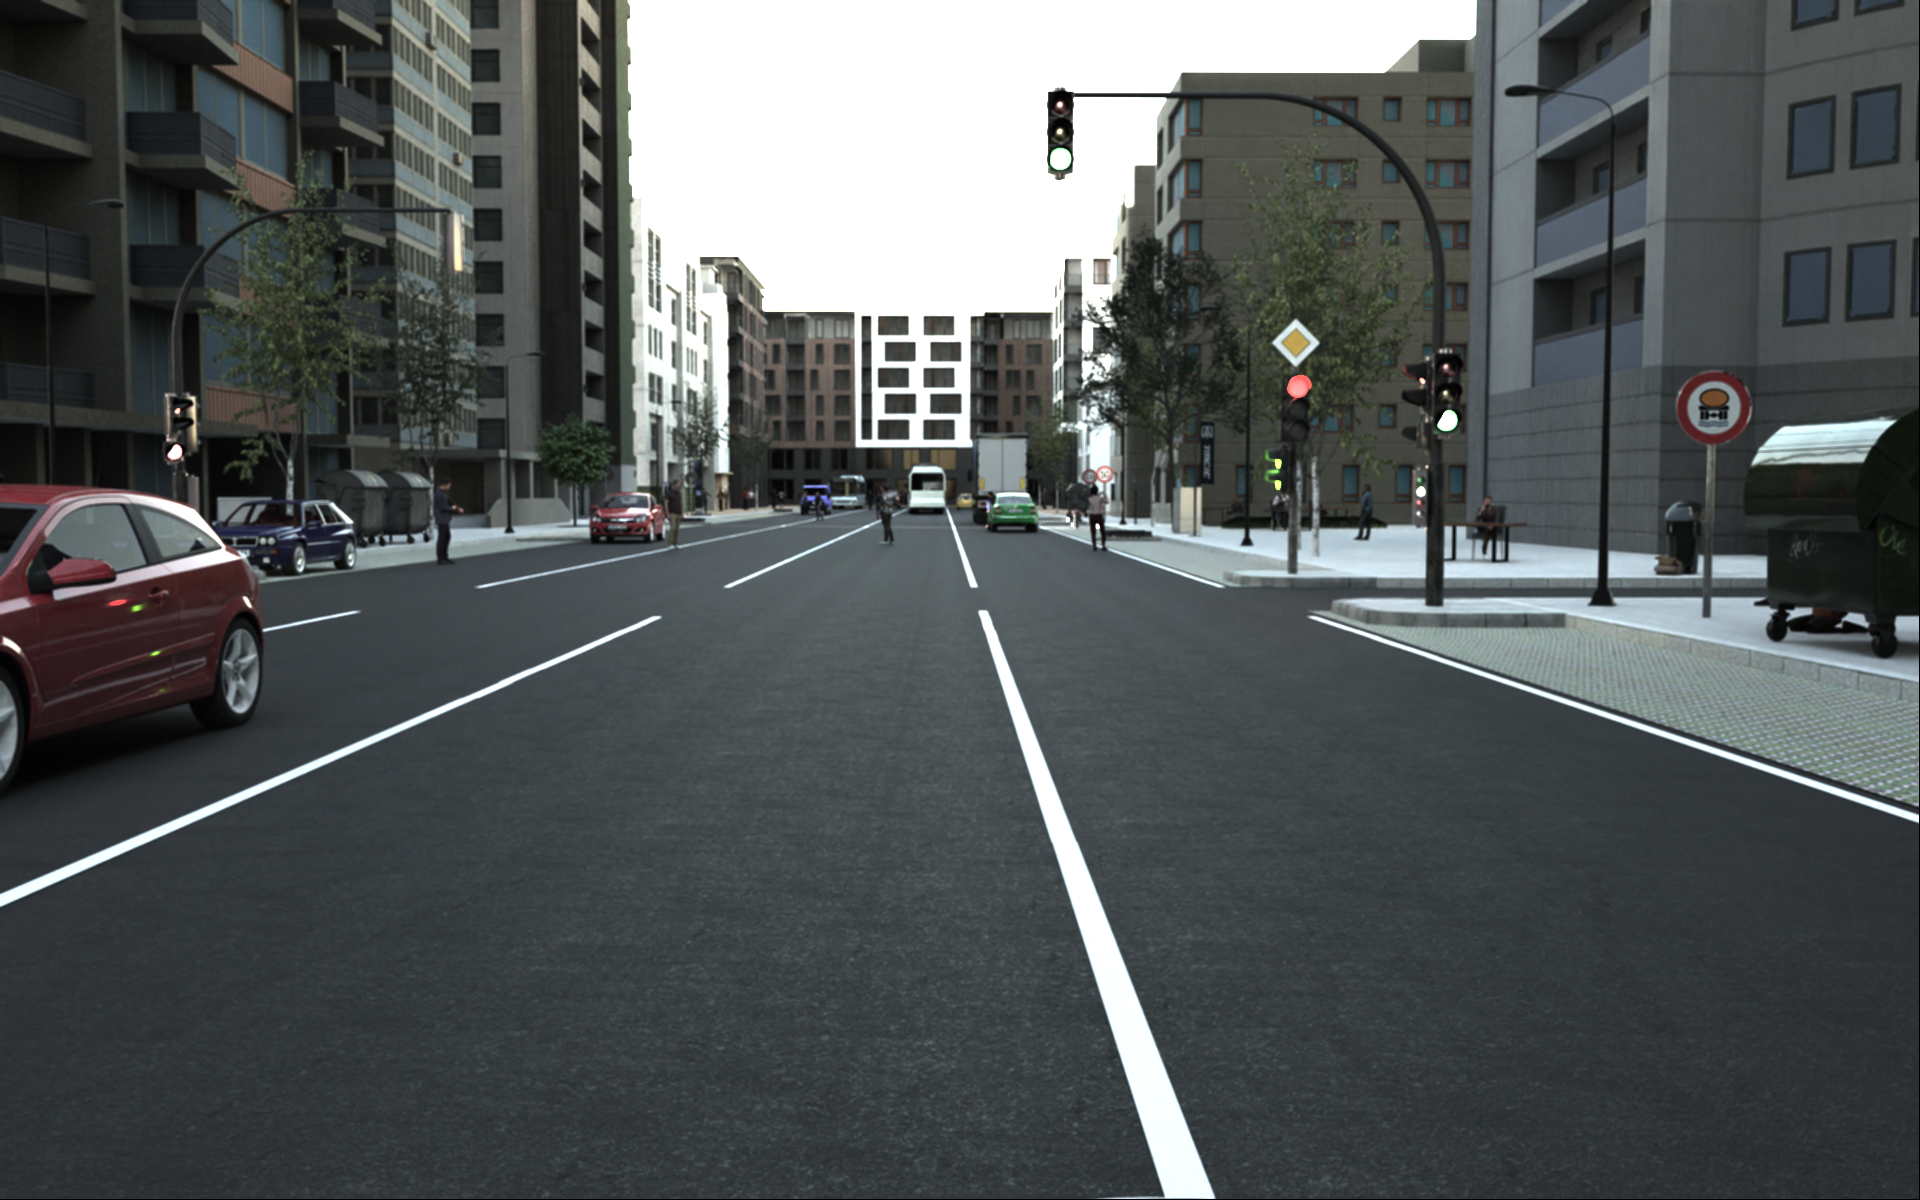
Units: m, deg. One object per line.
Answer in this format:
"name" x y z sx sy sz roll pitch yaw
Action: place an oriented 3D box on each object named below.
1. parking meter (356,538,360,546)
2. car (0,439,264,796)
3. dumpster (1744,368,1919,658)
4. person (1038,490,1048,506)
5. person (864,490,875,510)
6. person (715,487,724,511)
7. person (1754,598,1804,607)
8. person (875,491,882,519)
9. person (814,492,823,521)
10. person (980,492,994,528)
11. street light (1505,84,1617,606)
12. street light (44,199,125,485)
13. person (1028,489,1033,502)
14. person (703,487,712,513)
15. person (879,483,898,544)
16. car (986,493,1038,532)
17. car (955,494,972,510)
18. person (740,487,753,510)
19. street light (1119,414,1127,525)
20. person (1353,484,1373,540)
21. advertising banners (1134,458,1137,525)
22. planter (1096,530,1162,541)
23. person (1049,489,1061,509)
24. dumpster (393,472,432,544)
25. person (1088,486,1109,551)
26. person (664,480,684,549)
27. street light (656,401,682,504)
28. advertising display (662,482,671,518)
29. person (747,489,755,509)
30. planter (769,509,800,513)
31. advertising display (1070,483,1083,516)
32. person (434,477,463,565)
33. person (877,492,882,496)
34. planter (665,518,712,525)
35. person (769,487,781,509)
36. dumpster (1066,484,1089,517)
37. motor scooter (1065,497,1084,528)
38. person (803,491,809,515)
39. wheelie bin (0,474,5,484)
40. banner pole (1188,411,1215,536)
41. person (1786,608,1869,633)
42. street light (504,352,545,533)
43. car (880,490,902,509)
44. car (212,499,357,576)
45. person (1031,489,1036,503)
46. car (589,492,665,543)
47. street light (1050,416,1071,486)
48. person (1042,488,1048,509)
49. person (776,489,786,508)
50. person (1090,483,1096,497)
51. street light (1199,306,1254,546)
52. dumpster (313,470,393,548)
"parking meter" -15.062 -2.106 42.850 0.372 1.533 0.369 0 3 0
"car" -5.342 -0.013 9.259 2.155 1.783 4.494 0 4 1
"dumpster" 7.622 -0.719 14.246 1.502 2.255 1.985 0 4 0
"person" 8.595 -10.583 179.788 1.217 1.735 0.721 2 4 29
"person" -8.228 -9.175 158.540 1.348 1.821 0.705 2 4 35
"person" -17.872 -7.527 129.206 0.705 1.812 1.348 -2 4 -32
"person" 9.418 -0.781 19.736 0.530 1.710 0.541 -1 4 -11
"person" -4.632 -5.510 100.453 0.647 1.594 0.662 2 4 27
"person" -7.612 -5.080 93.761 0.471 1.553 0.569 -1 4 -16
"person" 1.163 -3.810 73.156 0.546 1.535 0.453 -1 4 -18
"street light" 6.872 -2.891 19.806 1.470 5.913 1.316 0 4 -1
"street light" -13.873 -3.359 27.463 1.470 5.913 1.316 0 4 -1
"person" 4.026 -5.852 104.895 0.721 1.735 1.217 3 5 40
"person" -17.278 -6.747 117.071 1.217 1.735 0.721 -1 4 -18
"person" -2.083 -2.463 49.489 0.376 1.734 0.841 2 4 28
"car" 1.990 -3.539 66.660 1.959 1.807 4.718 0 4 -2
"car" 0.577 -8.755 153.372 2.015 1.641 3.980 0 4 -2
"person" -17.387 -8.223 140.421 1.348 1.831 0.705 2 4 32
"street light" 6.308 -6.119 72.594 1.470 5.913 1.316 0 4 -1
"person" 11.252 -2.437 48.106 0.499 1.552 0.429 -1 4 -23
"advertising banners" 7.366 -4.679 72.697 0.090 3.025 2.074 0 4 8
"planter" 5.116 -1.971 53.366 1.991 0.319 1.994 0 4 -1
"person" 7.931 -8.427 144.641 1.217 1.723 0.721 0 4 0
"dumpster" -14.604 -2.403 45.043 1.264 1.857 1.865 0 4 -1
"person" 3.508 -2.084 44.037 0.566 1.644 0.517 -2 4 -28
"person" -7.461 -2.248 45.378 0.598 1.807 0.434 -3 5 -44
"street light" -14.542 -6.960 86.333 1.470 5.913 1.316 0 4 -1
"advertising display" -15.591 -5.309 92.010 0.123 1.923 0.974 -2 4 -34
"person" -18.260 -8.814 151.084 0.756 1.711 0.436 0 4 -2
"planter" -13.201 -6.629 129.520 1.991 0.319 1.994 0 4 -1
"advertising display" 6.705 -5.786 99.822 0.974 1.923 0.123 -3 5 -42
"person" -10.402 -1.609 35.253 0.568 1.767 0.683 -1 4 -15
"person" -5.278 -6.668 118.330 0.742 1.727 0.445 -2 4 -26
"planter" -12.700 -3.677 81.260 1.991 0.319 1.994 0 4 -1
"person" -16.213 -8.898 151.164 0.705 1.869 1.348 3 5 44
"dumpster" 6.582 -5.553 96.553 1.264 1.857 1.865 0 4 -1
"motor scooter" 4.830 -3.665 72.707 0.815 1.314 1.986 0 4 0
"person" -10.502 -6.613 118.093 0.415 1.643 0.593 -3 5 -41
"wheelie bin" -15.407 -1.193 27.416 0.693 1.594 0.980 3 4 36
"banner pole" 7.364 -3.831 52.649 0.863 3.779 0.401 -1 4 -18
"person" 7.954 -0.107 16.077 0.655 0.850 0.859 -1 4 -14
"street light" -14.279 -5.153 56.792 1.470 5.913 1.316 0 4 -1
"car" -6.919 -9.964 171.583 2.281 1.827 5.304 0 4 -1
"car" -12.341 -1.148 31.348 1.945 1.354 3.894 0 4 0
"person" 6.104 -8.541 146.518 0.721 1.723 1.217 2 4 31
"car" -9.978 -2.633 52.084 2.155 1.783 4.494 0 4 -3
"street light" 6.019 -7.976 102.946 1.470 5.913 1.316 0 4 -1
"person" 7.168 -8.508 145.698 0.434 1.755 0.990 -1 4 -18
"person" -16.067 -9.082 155.321 1.217 1.735 0.721 -3 5 -43
"person" 6.472 -4.740 83.665 0.434 1.807 0.598 1 4 9
"street light" 6.589 -4.300 42.847 1.470 5.913 1.316 0 4 -1
"dumpster" -14.641 -2.195 41.649 1.264 1.857 1.865 0 4 -1
